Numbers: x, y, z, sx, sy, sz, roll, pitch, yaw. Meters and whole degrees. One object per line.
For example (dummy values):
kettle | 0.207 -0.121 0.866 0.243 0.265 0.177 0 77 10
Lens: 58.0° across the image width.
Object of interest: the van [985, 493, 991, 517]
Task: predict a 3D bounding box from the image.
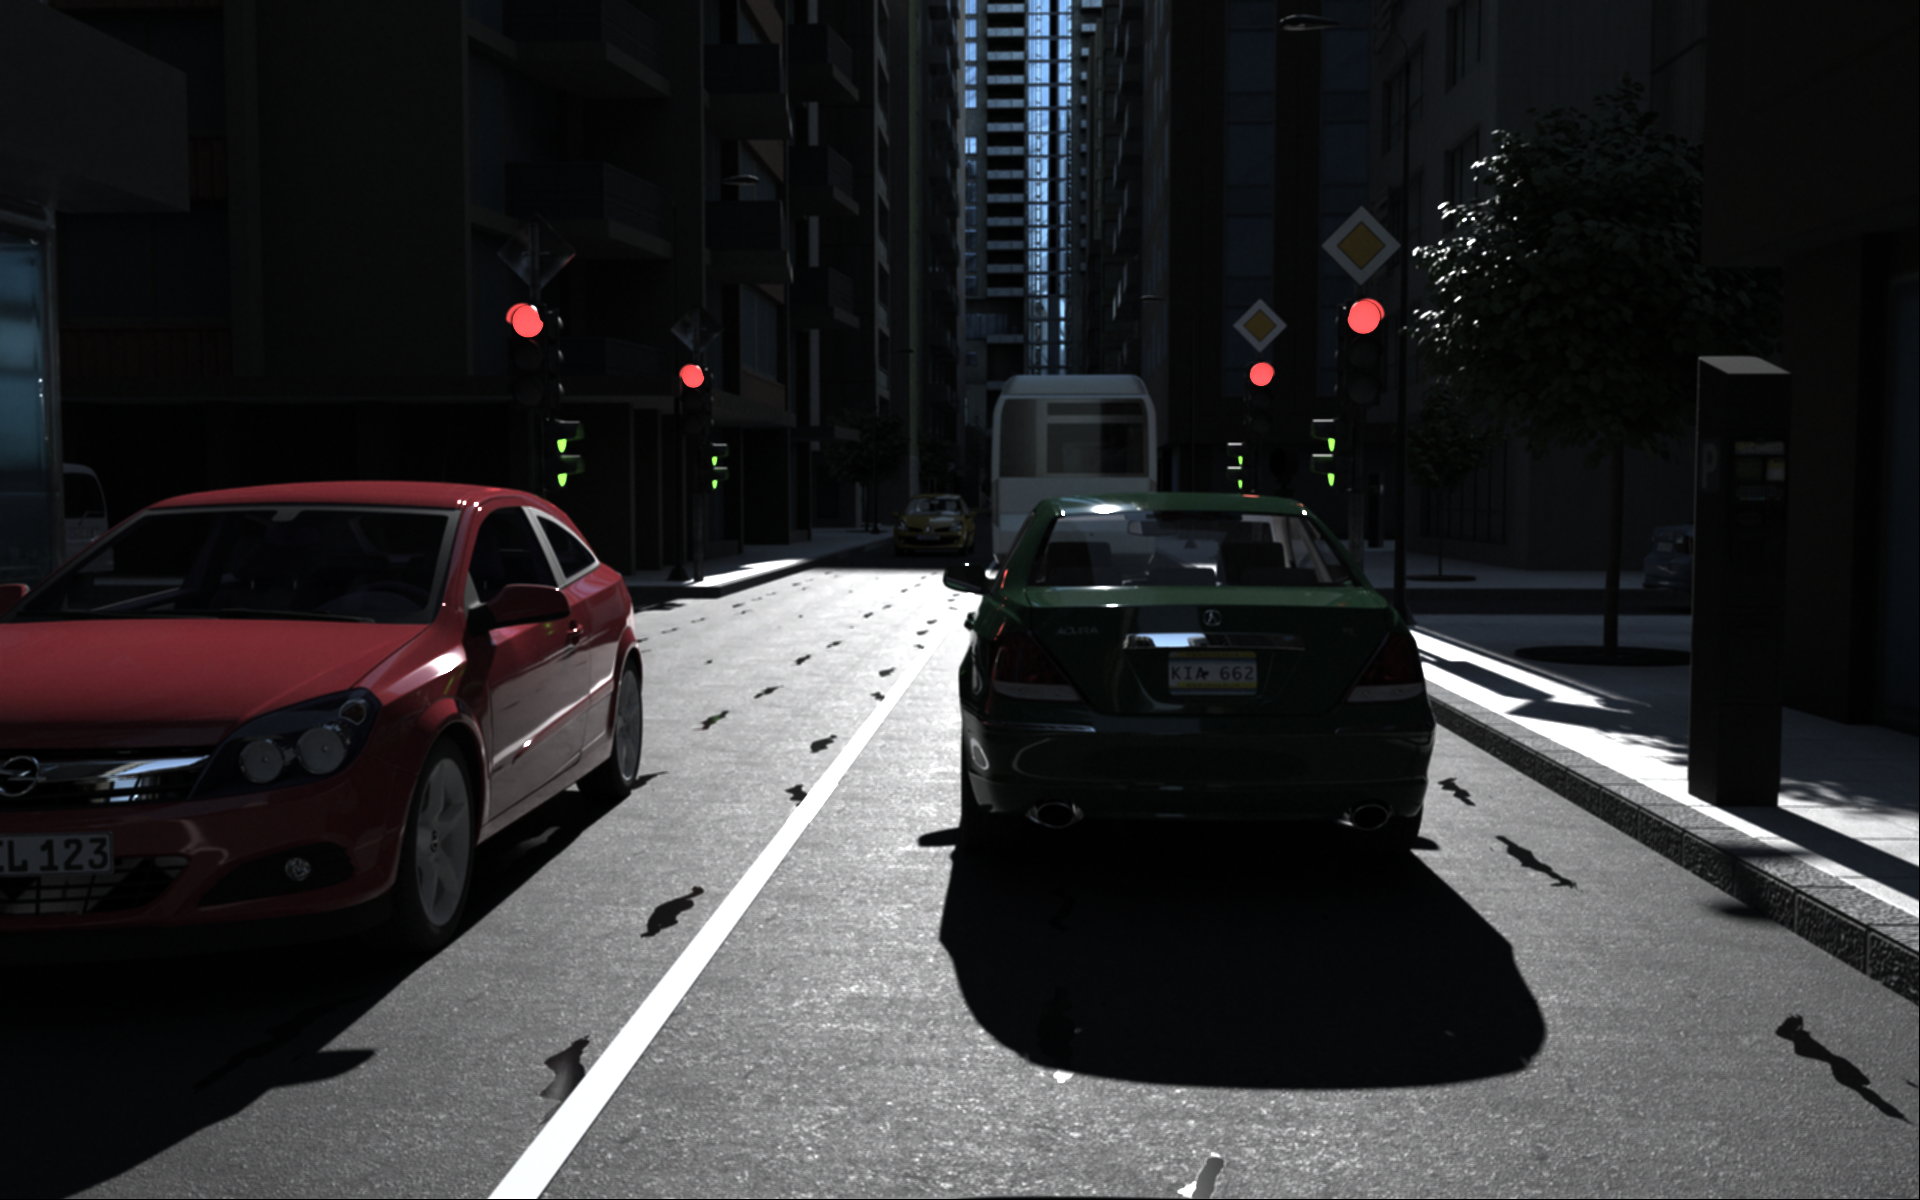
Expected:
van | 2.636 -6.302 110.044 2.013 2.044 4.112 0 4 2

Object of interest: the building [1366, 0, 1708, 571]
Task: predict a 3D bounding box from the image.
building | 15.643 -21.227 30.648 14.086 41.232 14.154 0 4 3

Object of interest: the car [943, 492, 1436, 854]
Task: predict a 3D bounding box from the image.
car | 0.956 0.211 8.346 2.131 1.459 4.920 0 4 2

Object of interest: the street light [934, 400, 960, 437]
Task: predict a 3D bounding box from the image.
street light | -0.723 -6.902 85.390 1.470 5.913 1.316 0 4 3

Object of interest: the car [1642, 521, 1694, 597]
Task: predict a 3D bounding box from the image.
car | 10.747 -0.555 21.072 4.499 1.417 2.014 0 4 4

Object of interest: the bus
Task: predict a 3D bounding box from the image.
bus | 2.150 -2.354 33.350 2.948 3.499 13.247 0 4 3

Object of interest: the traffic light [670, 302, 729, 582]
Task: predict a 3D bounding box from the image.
traffic light | -3.823 -2.227 25.340 0.839 4.253 0.868 0 4 3

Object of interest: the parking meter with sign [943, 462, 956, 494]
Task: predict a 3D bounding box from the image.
parking meter with sign | -0.724 -6.101 96.010 0.543 3.016 1.738 -1 4 -15

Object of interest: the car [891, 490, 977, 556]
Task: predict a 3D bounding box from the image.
car | -0.574 -1.889 41.102 2.015 1.641 3.980 0 4 4

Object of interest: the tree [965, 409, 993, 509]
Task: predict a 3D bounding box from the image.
tree | 2.067 -12.286 151.235 4.360 8.622 3.978 0 3 0

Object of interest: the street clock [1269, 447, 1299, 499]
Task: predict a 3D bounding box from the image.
street clock | 4.940 -1.339 26.460 0.358 2.002 0.471 -2 4 -25

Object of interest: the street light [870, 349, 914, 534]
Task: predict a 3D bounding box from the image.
street light | -2.183 -5.078 55.563 1.470 5.913 1.316 0 4 3

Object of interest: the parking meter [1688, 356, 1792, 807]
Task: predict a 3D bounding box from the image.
parking meter | 3.235 -0.091 7.195 0.255 1.863 0.399 0 4 2

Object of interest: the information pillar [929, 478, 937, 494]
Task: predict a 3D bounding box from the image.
information pillar | -1.227 -4.519 78.385 0.304 2.012 0.304 1 4 11

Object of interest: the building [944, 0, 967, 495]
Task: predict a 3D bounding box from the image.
building | -6.788 -29.890 138.805 14.600 45.320 14.200 0 4 3

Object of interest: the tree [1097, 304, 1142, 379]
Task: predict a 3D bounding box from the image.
tree | 7.176 -7.084 66.184 4.360 8.622 3.978 0 3 0

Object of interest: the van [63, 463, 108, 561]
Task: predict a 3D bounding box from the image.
van | -13.537 -0.977 22.983 4.112 2.044 2.013 0 4 5

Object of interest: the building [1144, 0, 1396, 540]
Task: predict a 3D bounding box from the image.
building | 13.039 -24.682 53.668 14.600 45.320 14.200 0 4 3

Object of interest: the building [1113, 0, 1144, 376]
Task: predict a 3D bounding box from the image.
building | 18.898 -28.377 83.571 23.786 49.044 30.456 0 4 3

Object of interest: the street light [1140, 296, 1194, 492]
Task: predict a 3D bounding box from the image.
street light | 4.918 -4.175 40.805 1.470 5.913 1.316 0 4 3

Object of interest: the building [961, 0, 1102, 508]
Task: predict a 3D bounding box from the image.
building | 8.262 -53.825 192.715 31.000 86.520 22.319 0 4 3

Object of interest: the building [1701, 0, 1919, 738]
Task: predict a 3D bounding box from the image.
building | 11.184 -21.536 2.228 14.600 45.320 14.200 0 4 3

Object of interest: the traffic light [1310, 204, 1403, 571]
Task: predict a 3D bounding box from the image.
traffic light | 3.878 -1.716 16.976 0.839 4.253 0.868 0 4 3

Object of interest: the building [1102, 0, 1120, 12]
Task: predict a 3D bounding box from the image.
building | 15.915 -26.063 109.719 14.154 41.232 14.086 0 4 3

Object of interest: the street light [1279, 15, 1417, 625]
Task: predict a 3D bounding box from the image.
street light | 3.800 -2.717 16.967 1.470 5.913 1.316 0 4 3

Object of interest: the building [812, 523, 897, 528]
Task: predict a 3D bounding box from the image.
building | -9.143 -23.515 68.059 14.154 41.232 14.086 0 4 3

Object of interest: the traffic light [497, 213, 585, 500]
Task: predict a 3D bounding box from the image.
traffic light | -4.223 -1.740 17.365 0.839 4.253 0.868 0 4 3

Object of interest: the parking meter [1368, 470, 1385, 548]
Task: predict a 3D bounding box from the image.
parking meter | 9.950 -2.183 41.402 0.255 1.863 0.399 3 4 37

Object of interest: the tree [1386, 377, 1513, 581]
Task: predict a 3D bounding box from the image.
tree | 7.128 -1.918 25.962 1.663 3.219 1.824 0 3 0

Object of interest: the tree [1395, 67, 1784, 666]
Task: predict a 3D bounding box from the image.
tree | 5.114 -1.814 13.372 4.285 4.588 4.351 0 3 0

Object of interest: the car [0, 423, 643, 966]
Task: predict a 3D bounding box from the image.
car | -2.474 0.140 6.758 2.155 1.783 4.494 0 4 1

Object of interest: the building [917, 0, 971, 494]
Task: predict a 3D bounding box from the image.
building | -11.477 -30.351 115.851 23.786 49.044 30.456 0 4 3

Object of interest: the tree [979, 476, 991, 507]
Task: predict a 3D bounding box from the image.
tree | 3.218 -10.950 173.638 1.663 3.219 1.824 0 3 0

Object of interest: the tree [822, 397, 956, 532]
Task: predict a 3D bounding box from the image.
tree | -3.214 -4.593 58.817 4.285 4.588 4.351 0 3 0

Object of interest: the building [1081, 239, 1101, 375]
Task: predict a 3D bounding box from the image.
building | 23.281 -17.523 131.533 27.650 21.520 28.899 0 4 3

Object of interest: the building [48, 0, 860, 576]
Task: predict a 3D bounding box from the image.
building | -14.124 -23.493 38.742 22.147 44.769 28.867 0 4 3

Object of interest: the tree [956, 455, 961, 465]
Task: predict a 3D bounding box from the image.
tree | -1.676 -5.978 81.450 4.285 4.588 4.351 0 3 0

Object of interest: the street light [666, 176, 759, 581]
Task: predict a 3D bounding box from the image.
street light | -3.632 -3.237 25.460 1.470 5.913 1.316 0 4 3

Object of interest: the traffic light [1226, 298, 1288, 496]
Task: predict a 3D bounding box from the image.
traffic light | 4.278 -2.204 24.951 0.839 4.253 0.868 0 4 3

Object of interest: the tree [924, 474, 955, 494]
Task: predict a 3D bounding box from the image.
tree | -1.113 -5.839 90.072 1.663 3.219 1.824 0 3 0

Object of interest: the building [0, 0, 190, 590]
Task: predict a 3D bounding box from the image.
building | -20.683 -23.521 4.174 30.456 49.044 23.786 0 4 3

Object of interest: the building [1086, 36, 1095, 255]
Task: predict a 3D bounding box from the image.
building | 19.209 -31.628 167.224 14.600 45.320 14.200 0 4 3
